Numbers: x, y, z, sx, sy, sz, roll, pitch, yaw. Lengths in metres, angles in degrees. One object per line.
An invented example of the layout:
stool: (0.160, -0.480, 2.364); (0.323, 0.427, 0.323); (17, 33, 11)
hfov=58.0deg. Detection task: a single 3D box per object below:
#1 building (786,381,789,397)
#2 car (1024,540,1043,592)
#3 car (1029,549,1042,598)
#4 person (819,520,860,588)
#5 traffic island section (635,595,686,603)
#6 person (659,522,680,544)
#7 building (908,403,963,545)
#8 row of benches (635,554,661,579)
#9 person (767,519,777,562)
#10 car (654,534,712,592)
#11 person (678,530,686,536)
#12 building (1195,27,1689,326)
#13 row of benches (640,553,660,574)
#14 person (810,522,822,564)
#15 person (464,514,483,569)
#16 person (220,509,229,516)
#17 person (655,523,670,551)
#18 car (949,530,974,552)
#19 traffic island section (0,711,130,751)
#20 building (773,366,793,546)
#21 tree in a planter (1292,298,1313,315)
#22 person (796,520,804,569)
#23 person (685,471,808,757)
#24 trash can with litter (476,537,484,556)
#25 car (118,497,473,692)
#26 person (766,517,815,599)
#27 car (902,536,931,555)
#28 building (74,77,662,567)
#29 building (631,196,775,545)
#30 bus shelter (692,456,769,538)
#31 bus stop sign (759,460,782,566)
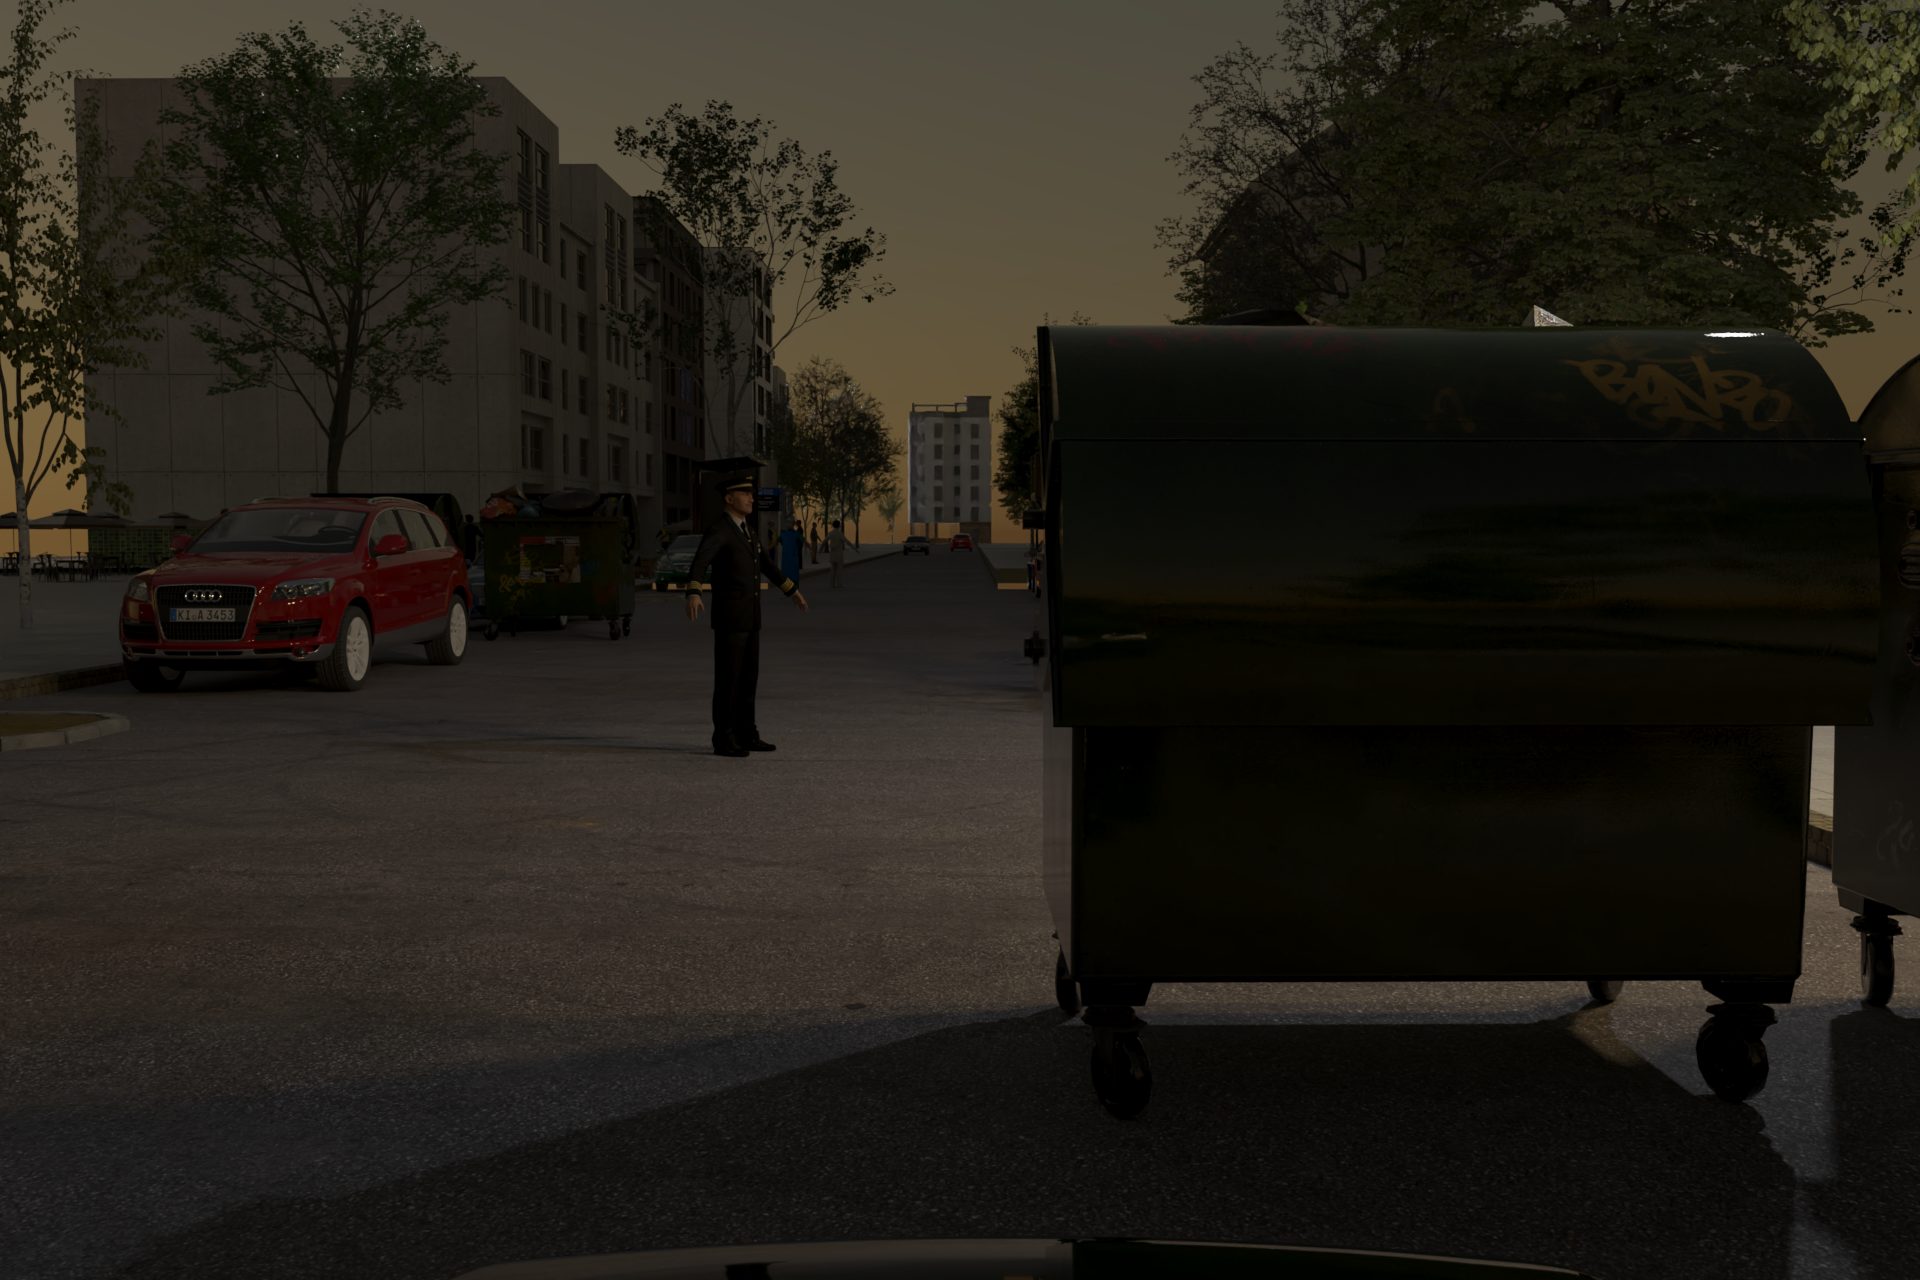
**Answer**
building: (-26.193, -21.168, 202.518); (16.016, 20.090, 11.380); (0, 4, 1)
car: (2.612, -1.912, 43.842); (1.945, 1.354, 3.894); (0, 3, 0)
car: (2.594, -1.756, 37.753); (2.155, 1.783, 4.494); (0, 4, -1)
person: (-3.264, -2.294, 46.145); (1.347, 1.806, 0.705); (2, 4, 35)
traffic island section: (-6.908, -0.880, 37.256); (1.991, 0.108, 1.994); (0, 4, 1)
person: (-12.578, -4.280, 76.112); (1.348, 1.813, 0.705); (-2, 4, -30)
building: (-6.851, -23.415, 241.709); (11.380, 20.090, 16.016); (1, 4, 10)
row of benches: (-9.131, -2.181, 51.118); (1.422, 0.672, 4.104); (0, 4, -1)
person: (-5.946, -2.999, 55.500); (0.721, 1.772, 1.216); (0, 4, -1)
car: (-6.633, -2.001, 44.519); (2.131, 1.459, 4.920); (0, 4, 0)
person: (-10.314, -3.491, 63.805); (0.721, 1.740, 1.216); (0, 4, -1)
building: (22.253, -15.477, 83.985); (19.493, 23.208, 18.063); (0, 4, 1)
row of benches: (-10.012, -2.440, 55.359); (1.422, 0.672, 4.104); (0, 3, 0)
person: (-6.249, -4.184, 74.682); (0.705, 1.796, 1.348); (1, 4, 13)
person: (-13.029, -2.431, 45.935); (0.705, 1.806, 1.347); (2, 4, 33)
person: (-13.972, -1.595, 32.646); (0.750, 1.759, 0.617); (0, 4, 3)
person: (-14.130, -4.716, 83.082); (0.705, 1.833, 1.349); (3, 5, 43)
car: (0.122, -8.208, 143.245); (2.155, 1.783, 4.494); (0, 3, 0)
traffic island section: (-7.071, 0.652, 12.205); (1.991, 0.108, 1.994); (0, 3, 0)
building: (-27.465, -19.302, 182.049); (16.747, 18.905, 31.486); (0, 3, 0)
tree in a planter: (2.644, -0.976, 13.186); (1.991, 3.239, 1.994); (0, 4, 1)
person: (-5.867, -3.467, 62.914); (0.704, 1.802, 1.346); (0, 4, 4)
person: (-1.430, -0.177, 11.287); (0.705, 1.837, 1.347); (2, 4, 26)
trash can with litter: (-10.179, -1.632, 37.738); (1.678, 1.210, 2.233); (0, 4, 0)
car: (-6.484, -0.536, 17.429); (2.281, 1.827, 5.304); (0, 4, 0)
person: (-3.759, -1.815, 38.256); (1.347, 1.817, 0.704); (2, 4, 25)
car: (-2.977, -6.459, 118.192); (1.945, 1.354, 3.894); (0, 4, 0)
building: (-25.676, -13.256, 83.190); (16.747, 18.905, 31.486); (0, 4, 1)
building: (-28.735, -16.969, 121.423); (27.936, 21.610, 32.646); (0, 4, 1)
bus shelter: (-7.246, -3.912, 55.249); (1.731, 3.624, 6.357); (0, 4, 0)
bus stop sign: (-6.822, -4.454, 61.846); (0.837, 3.901, 0.837); (0, 4, 2)
